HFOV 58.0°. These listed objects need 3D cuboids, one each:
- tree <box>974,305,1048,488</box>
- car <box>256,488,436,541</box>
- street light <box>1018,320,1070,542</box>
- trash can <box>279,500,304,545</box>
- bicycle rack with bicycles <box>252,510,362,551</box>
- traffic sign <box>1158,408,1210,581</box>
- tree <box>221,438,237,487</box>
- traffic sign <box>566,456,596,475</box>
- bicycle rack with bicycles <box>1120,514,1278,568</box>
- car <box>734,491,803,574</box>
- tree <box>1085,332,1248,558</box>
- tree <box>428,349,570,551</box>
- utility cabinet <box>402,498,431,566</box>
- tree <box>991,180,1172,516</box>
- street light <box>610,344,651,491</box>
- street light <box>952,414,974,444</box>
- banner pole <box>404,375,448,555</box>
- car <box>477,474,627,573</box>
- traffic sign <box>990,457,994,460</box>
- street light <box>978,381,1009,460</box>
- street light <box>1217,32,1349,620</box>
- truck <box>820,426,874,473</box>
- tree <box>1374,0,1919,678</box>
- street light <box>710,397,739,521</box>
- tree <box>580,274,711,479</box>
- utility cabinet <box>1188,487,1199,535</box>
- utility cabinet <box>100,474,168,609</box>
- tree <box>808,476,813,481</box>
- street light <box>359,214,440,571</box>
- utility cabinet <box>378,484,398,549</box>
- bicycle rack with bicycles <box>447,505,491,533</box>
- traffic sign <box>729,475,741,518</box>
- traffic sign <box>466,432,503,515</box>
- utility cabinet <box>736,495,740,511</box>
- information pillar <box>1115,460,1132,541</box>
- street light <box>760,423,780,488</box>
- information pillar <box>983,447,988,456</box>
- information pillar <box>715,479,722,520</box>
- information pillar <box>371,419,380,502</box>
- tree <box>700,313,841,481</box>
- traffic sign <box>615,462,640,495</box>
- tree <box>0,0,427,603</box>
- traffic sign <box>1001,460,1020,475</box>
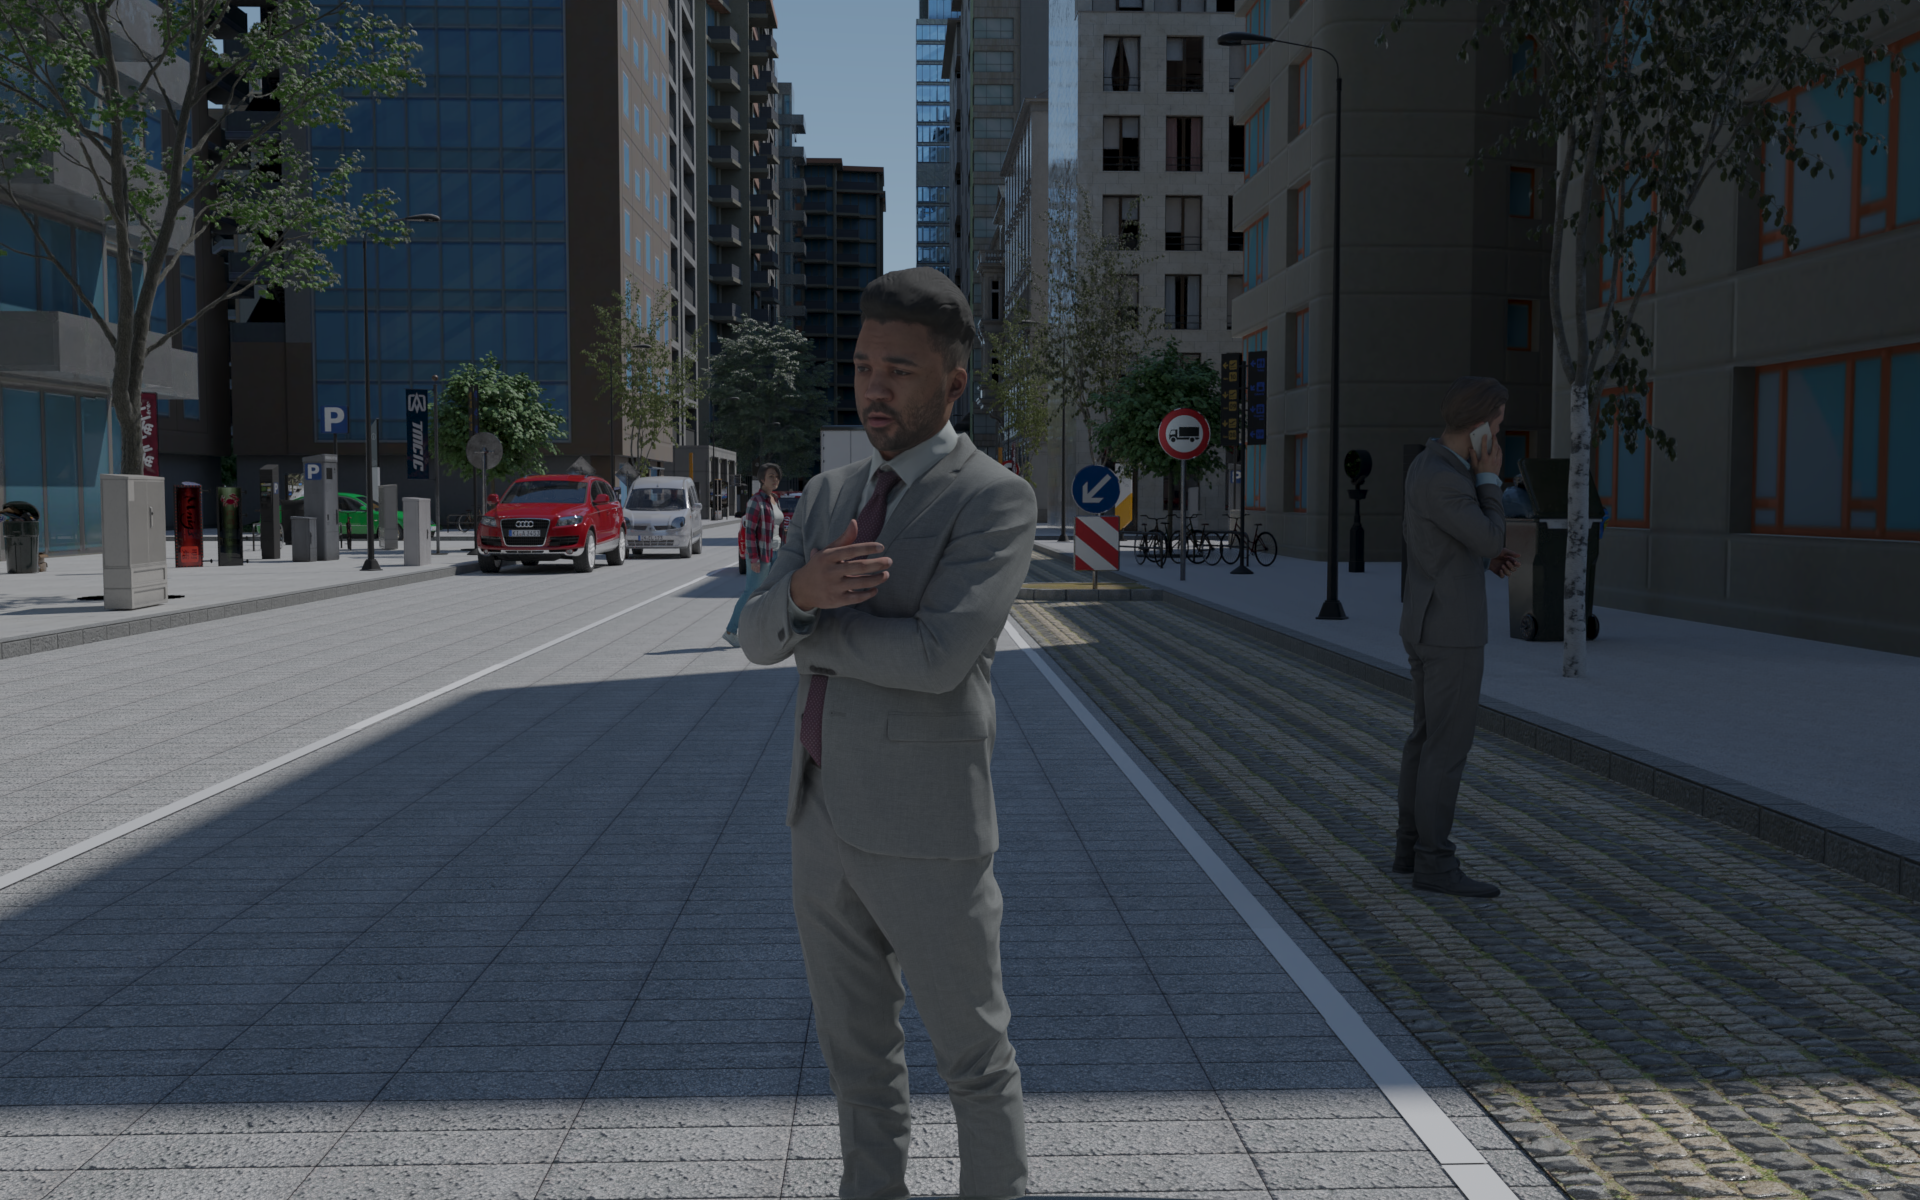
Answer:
[{"bbox_3d":[2.685,-7.205,68.162,4.737,8.622,4.395,0,3,0],"label":"tree"},{"bbox_3d":[-17.057,-2.415,48.285,4.718,1.807,1.959,0,4,-2],"label":"car"},{"bbox_3d":[2.243,-4.520,46.440,1.470,5.913,1.316,0,4,-2],"label":"street light"},{"bbox_3d":[-16.813,-1.962,43.735,0.748,1.137,0.748,0,3,0],"label":"trash can"},{"bbox_3d":[-15.138,-1.630,40.032,2.852,0.926,2.925,-1,4,-16],"label":"bicycle rack with bicycles"},{"bbox_3d":[3.310,-1.562,25.642,0.768,2.556,0.104,0,4,2],"label":"traffic sign"},{"bbox_3d":[-36.563,-6.223,85.454,4.285,4.588,4.351,0,3,0],"label":"tree"},{"bbox_3d":[-10.066,-2.594,46.051,0.795,2.450,0.064,0,4,-2],"label":"traffic sign"},{"bbox_3d":[3.971,-1.091,31.214,2.852,0.926,2.925,-2,4,-23],"label":"bicycle rack with bicycles"},{"bbox_3d":[-3.175,-1.434,32.484,2.155,1.783,4.494,0,4,-4],"label":"car"},{"bbox_3d":[4.356,-3.154,35.288,4.285,4.588,4.351,0,3,0],"label":"tree"},{"bbox_3d":[-10.618,-3.406,39.405,4.285,4.588,4.351,0,3,0],"label":"tree"},{"bbox_3d":[-9.779,-1.227,31.228,0.306,1.237,1.020,0,4,-6],"label":"utility cabinet"},{"bbox_3d":[3.063,-5.500,40.284,4.360,8.622,3.978,0,3,0],"label":"tree"},{"bbox_3d":[-10.279,-4.973,53.851,1.470,5.913,1.316,0,4,-2],"label":"street light"},{"bbox_3d":[0.258,-7.838,100.693,1.470,5.913,1.316,0,4,-2],"label":"street light"},{"bbox_3d":[-11.216,-2.835,36.362,0.863,3.779,0.401,-3,4,-36],"label":"banner pole"},{"bbox_3d":[-7.749,-1.503,33.240,2.281,1.827,5.304,0,4,-1],"label":"car"},{"bbox_3d":[0.821,-2.617,46.437,0.795,2.450,0.064,0,4,-2],"label":"traffic sign"},{"bbox_3d":[1.449,-6.024,71.038,1.470,5.913,1.316,0,4,-2],"label":"street light"},{"bbox_3d":[3.282,-2.756,17.603,1.470,5.913,1.316,0,4,-2],"label":"street light"},{"bbox_3d":[-4.499,-5.351,76.395,2.839,4.237,11.283,0,4,0],"label":"truck"},{"bbox_3d":[4.546,-3.760,11.845,4.360,8.622,3.978,0,3,0],"label":"tree"},{"bbox_3d":[-11.290,-6.767,83.183,1.470,5.913,1.316,0,4,-2],"label":"street light"},{"bbox_3d":[-10.771,-6.647,59.034,4.737,8.622,4.395,0,3,0],"label":"tree"},{"bbox_3d":[7.326,-2.805,54.545,0.318,1.500,1.173,0,4,6],"label":"utility cabinet"},{"bbox_3d":[-9.293,-0.664,19.534,0.318,1.500,1.173,0,4,-7],"label":"utility cabinet"},{"bbox_3d":[-15.879,-11.707,186.015,1.663,3.219,1.824,0,3,0],"label":"tree"},{"bbox_3d":[-9.328,-3.445,28.865,1.470,5.913,1.316,0,4,-2],"label":"street light"},{"bbox_3d":[-13.300,-1.930,40.228,0.318,1.500,1.173,-2,4,-24],"label":"utility cabinet"},{"bbox_3d":[-15.872,-2.728,57.981,2.925,0.926,2.852,2,4,29],"label":"bicycle rack with bicycles"},{"bbox_3d":[-11.892,-5.466,91.501,0.606,2.300,0.079,0,4,6],"label":"traffic sign"},{"bbox_3d":[-9.791,-2.174,35.648,0.768,2.556,0.104,0,4,2],"label":"traffic sign"},{"bbox_3d":[-16.514,-7.151,128.079,0.306,1.237,1.020,-1,4,-20],"label":"utility cabinet"},{"bbox_3d":[4.438,-3.408,47.079,0.504,3.616,0.183,2,4,31],"label":"information pillar"},{"bbox_3d":[-12.404,-8.570,112.666,1.470,5.913,1.316,0,4,-2],"label":"street light"},{"bbox_3d":[1.206,-5.810,86.350,0.504,3.616,0.183,3,5,42],"label":"information pillar"},{"bbox_3d":[-11.957,-4.945,85.342,0.304,2.012,0.304,2,4,32],"label":"information pillar"},{"bbox_3d":[-18.252,-3.828,53.943,0.504,3.616,0.183,2,4,32],"label":"information pillar"},{"bbox_3d":[-13.592,-13.216,122.738,9.857,13.997,8.962,0,3,0],"label":"tree"},{"bbox_3d":[-10.366,-3.082,54.030,0.795,2.450,0.064,0,4,-2],"label":"traffic sign"},{"bbox_3d":[-9.943,-5.805,20.661,9.928,11.665,9.643,0,3,0],"label":"tree"},{"bbox_3d":[1.843,-3.953,64.745,0.768,2.556,0.104,0,4,-1],"label":"traffic sign"}]
